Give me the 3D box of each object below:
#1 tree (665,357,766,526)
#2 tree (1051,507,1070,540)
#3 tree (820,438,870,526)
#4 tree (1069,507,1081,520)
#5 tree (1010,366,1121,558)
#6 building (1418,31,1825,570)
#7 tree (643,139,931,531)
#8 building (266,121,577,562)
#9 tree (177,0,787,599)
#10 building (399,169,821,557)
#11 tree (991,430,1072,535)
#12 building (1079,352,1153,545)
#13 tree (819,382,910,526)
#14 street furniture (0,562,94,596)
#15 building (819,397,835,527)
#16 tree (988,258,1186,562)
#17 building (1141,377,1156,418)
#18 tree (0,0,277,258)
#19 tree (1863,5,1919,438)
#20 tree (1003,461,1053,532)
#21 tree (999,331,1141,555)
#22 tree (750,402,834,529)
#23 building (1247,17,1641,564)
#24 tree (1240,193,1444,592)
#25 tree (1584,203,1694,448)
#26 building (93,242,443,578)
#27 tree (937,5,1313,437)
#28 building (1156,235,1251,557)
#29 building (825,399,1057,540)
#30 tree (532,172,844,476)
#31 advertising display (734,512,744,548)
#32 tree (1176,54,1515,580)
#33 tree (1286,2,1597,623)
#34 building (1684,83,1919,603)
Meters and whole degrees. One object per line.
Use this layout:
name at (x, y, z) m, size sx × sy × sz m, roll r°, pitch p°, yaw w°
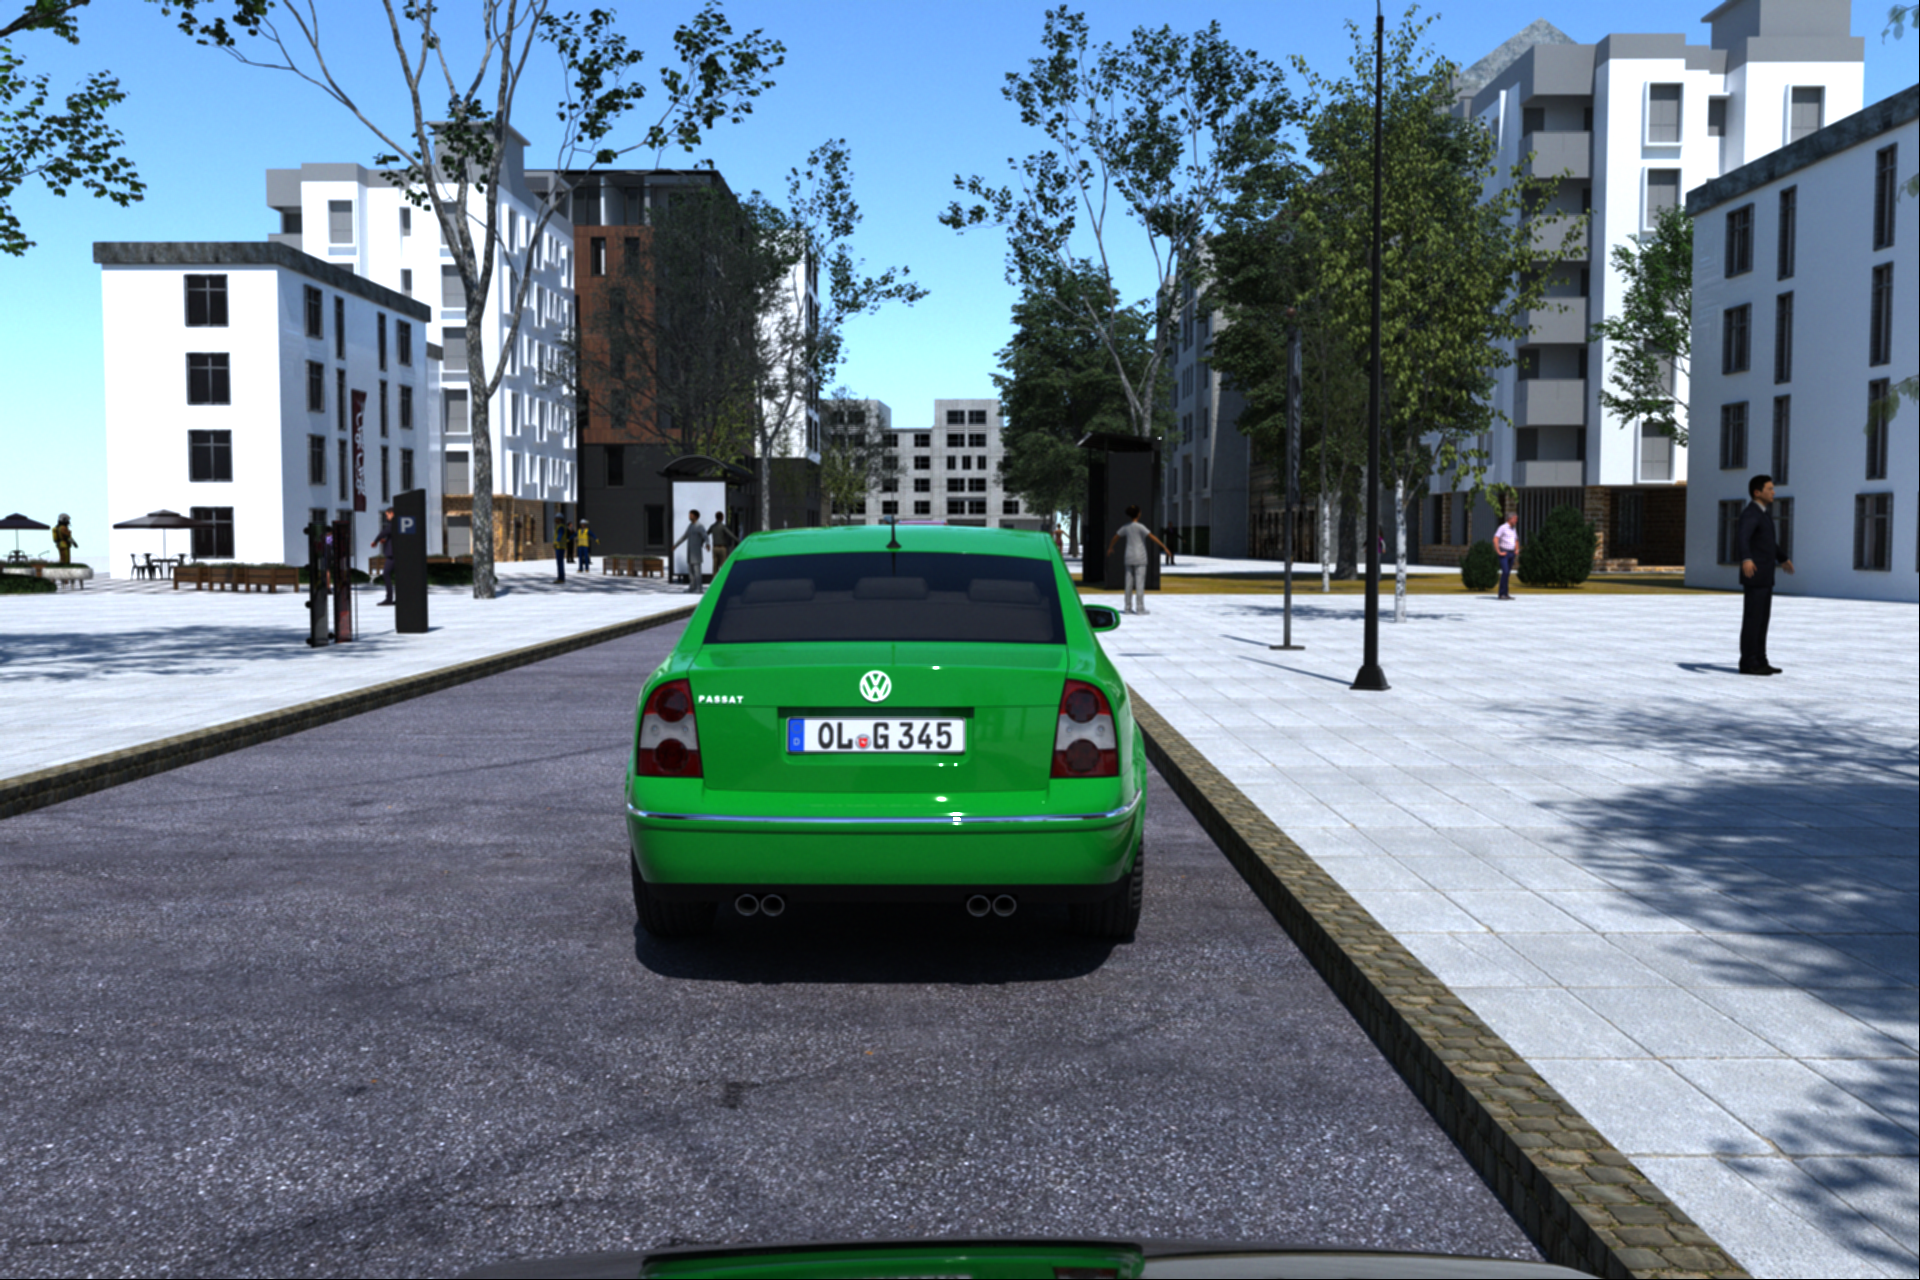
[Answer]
tree at (-9.796, -7.336, 70.307) m, size 4.737 × 8.622 × 4.395 m, roll 0°, pitch 3°, yaw 0°
tree at (7.160, -10.912, 128.774) m, size 4.737 × 8.622 × 4.395 m, roll 0°, pitch 3°, yaw 0°
tree at (-9.040, -11.172, 133.031) m, size 4.737 × 8.622 × 4.395 m, roll 0°, pitch 3°, yaw 0°
tree at (16.646, -17.146, 230.699) m, size 4.737 × 8.622 × 4.395 m, roll 0°, pitch 3°, yaw 0°
tree at (5.915, -9.687, 92.799) m, size 7.601 × 10.594 × 8.767 m, roll -3°, pitch 5°, yaw -41°
building at (24.479, -13.154, 71.492) m, size 16.016 × 20.090 × 11.380 m, roll 0°, pitch 4°, yaw 0°
tree at (-8.185, -13.866, 82.593) m, size 12.611 × 20.169 × 13.585 m, roll 0°, pitch 3°, yaw 0°
building at (-25.779, -13.725, 80.817) m, size 16.016 × 20.090 × 11.380 m, roll 0°, pitch 4°, yaw 0°
tree at (-9.460, -10.797, 32.423) m, size 12.611 × 20.169 × 13.585 m, roll 0°, pitch 3°, yaw 0°
building at (-24.240, -16.498, 113.724) m, size 27.936 × 21.610 × 32.646 m, roll 0°, pitch 4°, yaw 0°
tree at (6.221, -11.429, 121.270) m, size 8.767 × 10.594 × 7.601 m, roll 1°, pitch 4°, yaw 9°
building at (23.917, -22.730, 202.564) m, size 19.493 × 23.208 × 18.063 m, roll 0°, pitch 4°, yaw 0°
tree at (-9.172, -14.118, 141.197) m, size 12.009 × 13.543 × 11.850 m, roll 0°, pitch 3°, yaw 0°
street furniture at (-24.347, -1.355, 37.783) m, size 10.072 × 0.657 × 5.734 m, roll 0°, pitch 4°, yaw 3°
building at (-25.103, -22.716, 202.326) m, size 19.493 × 23.208 × 18.063 m, roll 0°, pitch 4°, yaw 1°
tree at (6.041, -10.601, 79.987) m, size 9.857 × 13.997 × 8.962 m, roll 0°, pitch 3°, yaw 0°
building at (27.144, -20.169, 160.691) m, size 19.493 × 23.208 × 18.063 m, roll 0°, pitch 3°, yaw 0°
tree at (-9.254, -5.392, 13.920) m, size 9.928 × 11.665 × 9.643 m, roll 0°, pitch 3°, yaw 0°
tree at (5.427, -3.443, 6.662) m, size 4.360 × 8.622 × 3.978 m, roll 0°, pitch 3°, yaw 0°
tree at (6.588, -12.550, 139.597) m, size 7.601 × 10.594 × 8.767 m, roll -3°, pitch 5°, yaw -40°
tree at (7.021, -12.159, 105.459) m, size 9.857 × 13.997 × 8.962 m, roll 0°, pitch 3°, yaw 0°
tree at (-9.723, -8.802, 94.276) m, size 4.360 × 8.622 × 3.978 m, roll 0°, pitch 3°, yaw 0°
building at (24.683, -15.433, 83.257) m, size 19.493 × 23.208 × 18.063 m, roll 0°, pitch 3°, yaw 0°
tree at (7.917, -5.380, 38.322) m, size 4.360 × 8.622 × 3.978 m, roll 0°, pitch 3°, yaw 0°
tree at (22.320, -7.617, 50.300) m, size 9.928 × 11.665 × 9.643 m, roll 0°, pitch 3°, yaw 0°
building at (-24.015, -7.449, 63.935) m, size 9.099 × 9.664 × 28.070 m, roll 0°, pitch 4°, yaw 0°
tree at (5.837, -12.649, 62.699) m, size 12.611 × 20.169 × 13.585 m, roll 0°, pitch 3°, yaw 0°
building at (22.488, -14.963, 111.110) m, size 16.747 × 18.905 × 31.486 m, roll 0°, pitch 4°, yaw 1°
building at (-2.807, -22.280, 233.184) m, size 31.486 × 18.905 × 16.747 m, roll 0°, pitch 4°, yaw 4°
tree at (-8.965, -9.042, 58.202) m, size 12.009 × 13.543 × 11.850 m, roll 0°, pitch 3°, yaw 0°
advertising display at (-6.467, -2.782, 50.700) m, size 0.123 × 1.923 × 0.974 m, roll 0°, pitch 4°, yaw 2°
tree at (10.804, -8.648, 48.049) m, size 9.857 × 13.997 × 8.962 m, roll 0°, pitch 3°, yaw 0°
tree at (6.425, -4.539, 24.570) m, size 4.737 × 8.622 × 4.395 m, roll 0°, pitch 3°, yaw 0°
building at (22.337, -5.298, 28.774) m, size 9.099 × 9.664 × 28.070 m, roll 0°, pitch 3°, yaw 0°
